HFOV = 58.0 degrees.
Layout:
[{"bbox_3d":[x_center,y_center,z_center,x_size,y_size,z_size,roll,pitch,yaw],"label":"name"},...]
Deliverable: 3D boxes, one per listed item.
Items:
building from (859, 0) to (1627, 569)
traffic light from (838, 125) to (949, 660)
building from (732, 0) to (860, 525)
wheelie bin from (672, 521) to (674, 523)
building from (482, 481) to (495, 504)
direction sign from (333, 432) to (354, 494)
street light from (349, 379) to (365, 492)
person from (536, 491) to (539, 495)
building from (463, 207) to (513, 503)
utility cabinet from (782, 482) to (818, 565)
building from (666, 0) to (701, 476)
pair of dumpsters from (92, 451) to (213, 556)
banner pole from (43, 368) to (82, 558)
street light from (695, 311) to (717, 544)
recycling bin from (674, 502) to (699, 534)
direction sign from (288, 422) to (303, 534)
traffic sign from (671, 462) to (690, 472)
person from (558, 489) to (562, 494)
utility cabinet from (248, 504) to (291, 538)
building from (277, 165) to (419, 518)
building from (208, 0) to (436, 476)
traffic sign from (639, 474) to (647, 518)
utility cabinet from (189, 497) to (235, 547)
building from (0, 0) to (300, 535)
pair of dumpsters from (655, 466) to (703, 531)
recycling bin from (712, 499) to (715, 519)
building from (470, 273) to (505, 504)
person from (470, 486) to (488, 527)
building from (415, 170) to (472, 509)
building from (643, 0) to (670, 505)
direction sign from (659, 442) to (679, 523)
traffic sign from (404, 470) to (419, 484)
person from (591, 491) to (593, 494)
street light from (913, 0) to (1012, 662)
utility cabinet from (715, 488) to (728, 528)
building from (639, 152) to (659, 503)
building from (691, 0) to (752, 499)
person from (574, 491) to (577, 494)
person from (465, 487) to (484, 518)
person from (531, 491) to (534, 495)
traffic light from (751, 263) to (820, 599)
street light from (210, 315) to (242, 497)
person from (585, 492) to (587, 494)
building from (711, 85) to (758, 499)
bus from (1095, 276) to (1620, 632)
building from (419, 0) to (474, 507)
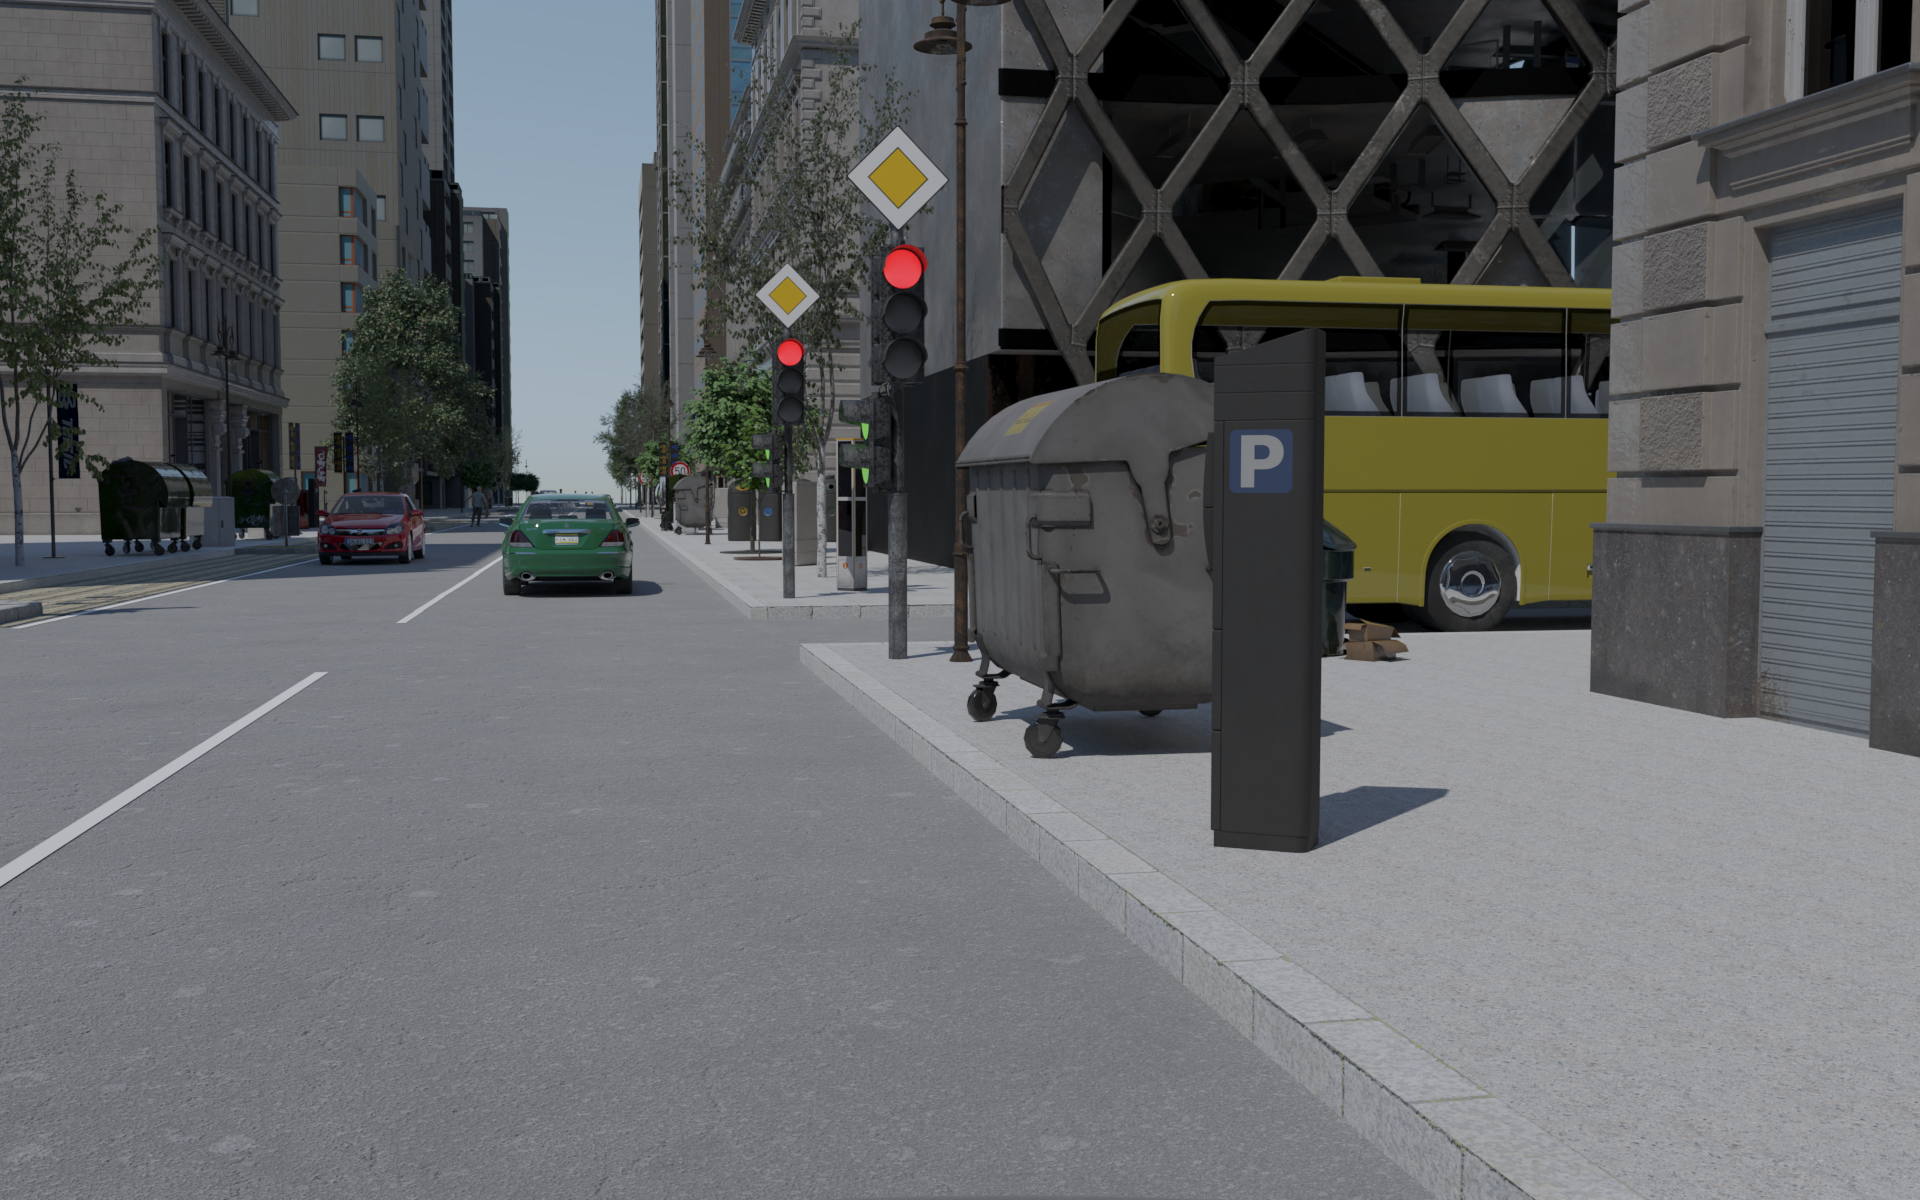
[{"bbox_3d":[7.567,-10.141,33.255,16.811,18.784,16.820,-1,4,-12],"label":"building"},{"bbox_3d":[-0.502,-1.496,13.376,0.839,4.253,0.868,-1,4,-12],"label":"traffic light"},{"bbox_3d":[-1.968,-14.344,63.403,11.050,23.489,19.941,-1,4,-12],"label":"building"},{"bbox_3d":[-12.734,-4.273,77.764,0.693,1.594,0.980,1,4,21],"label":"wheelie bin"},{"bbox_3d":[-72.495,-31.386,205.047,32.217,40.220,23.993,-1,4,-12],"label":"building"},{"bbox_3d":[-22.597,-4.377,63.569,0.876,3.537,0.379,1,4,20],"label":"direction sign"},{"bbox_3d":[-24.215,-5.924,69.650,0.468,5.910,1.993,-1,4,-12],"label":"street light"},{"bbox_3d":[-29.750,-6.863,122.185,0.415,1.643,0.593,0,4,-3],"label":"person"},{"bbox_3d":[-69.651,-33.993,239.386,14.154,41.232,14.086,-1,4,-12],"label":"building"},{"bbox_3d":[-2.820,-1.377,31.192,0.318,1.500,1.173,1,4,21],"label":"utility cabinet"},{"bbox_3d":[-11.429,-35.997,130.556,21.231,58.520,28.212,-1,4,-12],"label":"building"},{"bbox_3d":[-17.551,-2.155,37.730,1.574,2.255,4.437,-1,4,-12],"label":"pair of dumpsters"},{"bbox_3d":[-17.939,-2.725,34.579,0.863,3.779,0.401,0,4,8],"label":"banner pole"},{"bbox_3d":[-6.427,-4.353,43.960,0.468,5.910,1.993,-1,4,-12],"label":"street light"},{"bbox_3d":[-8.950,-2.694,56.599,0.722,1.027,0.722,0,4,-1],"label":"recycling bin"},{"bbox_3d":[-21.129,-3.857,55.057,0.379,3.537,0.876,0,3,0],"label":"direction sign"},{"bbox_3d":[-10.965,-4.150,67.951,0.768,2.556,0.104,0,4,-2],"label":"traffic sign"},{"bbox_3d":[-27.848,-6.875,120.922,1.348,1.822,0.705,0,4,-1],"label":"person"},{"bbox_3d":[-20.044,-2.542,50.245,1.173,1.500,0.318,0,4,8],"label":"utility cabinet"},{"bbox_3d":[-48.355,-15.796,103.303,27.650,21.520,28.899,-1,4,-12],"label":"building"},{"bbox_3d":[-54.709,-33.061,129.778,28.713,52.752,27.495,-1,4,-12],"label":"building"},{"bbox_3d":[-16.886,-5.693,93.185,0.768,2.556,0.104,0,4,-7],"label":"traffic sign"},{"bbox_3d":[-18.203,-1.895,42.147,0.306,1.237,1.020,3,5,41],"label":"utility cabinet"},{"bbox_3d":[-29.644,-12.453,54.517,10.553,20.767,40.483,-1,4,-12],"label":"building"},{"bbox_3d":[-10.185,-3.689,62.815,1.574,2.255,4.437,-1,4,-12],"label":"pair of dumpsters"},{"bbox_3d":[-12.672,-4.599,87.753,0.722,1.027,0.722,-3,5,-40],"label":"recycling bin"},{"bbox_3d":[-67.185,-27.777,225.856,14.160,30.474,14.107,-1,4,-12],"label":"building"},{"bbox_3d":[-20.951,-4.074,75.591,0.782,1.767,0.515,0,4,5],"label":"person"},{"bbox_3d":[-51.345,-23.299,152.647,14.160,30.474,14.107,-1,4,-12],"label":"building"},{"bbox_3d":[-30.229,-47.896,221.356,20.563,71.187,20.611,-1,4,-12],"label":"building"},{"bbox_3d":[-12.752,-5.132,75.908,0.876,3.537,0.379,-2,4,-25],"label":"direction sign"},{"bbox_3d":[-29.341,-5.663,92.688,0.768,2.556,0.104,0,4,-3],"label":"traffic sign"},{"bbox_3d":[-50.766,-14.088,238.937,0.705,1.812,1.348,-1,4,-11],"label":"person"},{"bbox_3d":[0.008,-2.466,13.107,0.468,5.910,1.993,-1,4,-12],"label":"street light"},{"bbox_3d":[-8.536,-3.422,64.621,1.173,1.500,0.318,1,4,13],"label":"utility cabinet"},{"bbox_3d":[-33.786,-37.867,242.824,21.300,48.544,21.600,-1,4,-12],"label":"building"},{"bbox_3d":[-9.523,-28.074,109.117,14.600,45.320,14.200,-1,4,-12],"label":"building"},{"bbox_3d":[-43.893,-11.561,197.533,1.348,1.823,0.705,3,5,39],"label":"person"},{"bbox_3d":[-28.568,-5.723,102.077,0.705,1.824,1.348,3,4,38],"label":"person"},{"bbox_3d":[-46.022,-10.859,186.732,0.721,1.739,1.217,3,5,44],"label":"person"},{"bbox_3d":[-2.121,-1.974,21.196,0.839,4.253,0.868,-1,4,-12],"label":"traffic light"},{"bbox_3d":[-18.942,-4.406,44.829,0.468,5.910,1.993,-1,4,-12],"label":"street light"},{"bbox_3d":[-43.023,-11.647,199.723,1.217,1.735,0.721,3,5,43],"label":"person"},{"bbox_3d":[-4.800,-14.892,85.289,13.314,21.916,24.055,-1,4,-12],"label":"building"},{"bbox_3d":[7.705,-1.691,19.197,12.252,3.916,2.896,-1,4,-12],"label":"bus"},{"bbox_3d":[-62.074,-45.557,183.100,20.563,71.187,20.611,-1,4,-12],"label":"building"}]
